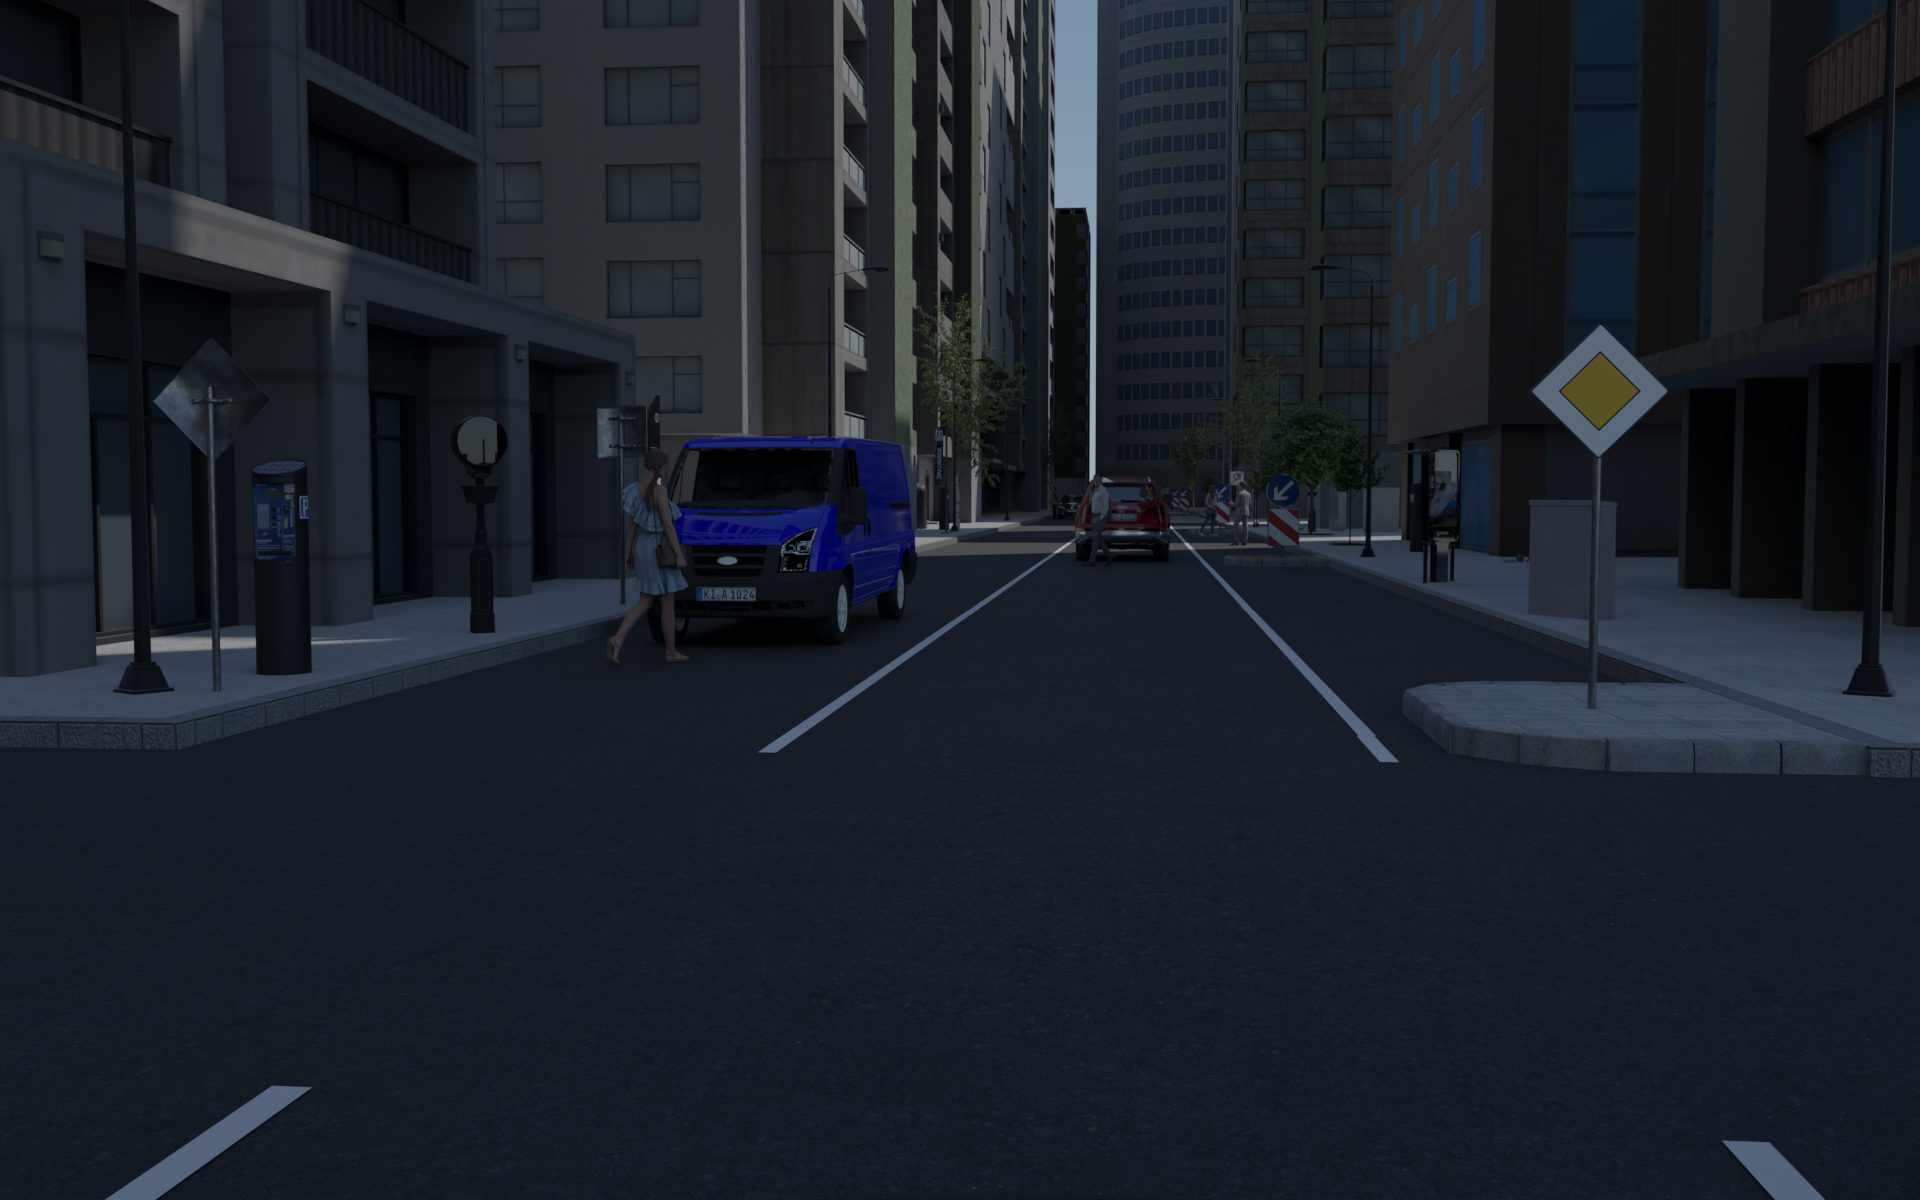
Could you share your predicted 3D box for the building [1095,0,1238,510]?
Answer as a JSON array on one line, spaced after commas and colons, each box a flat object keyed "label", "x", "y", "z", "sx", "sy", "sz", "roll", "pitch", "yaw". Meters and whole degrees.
[{"label": "building", "x": 28.186, "y": -38.921, "z": 178.351, "sx": 28.212, "sy": 58.520, "sz": 21.231, "roll": 0, "pitch": 4, "yaw": 6}]

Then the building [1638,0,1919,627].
[{"label": "building", "x": 22.773, "y": -22.193, "z": 17.484, "sx": 28.867, "sy": 44.769, "sz": 22.147, "roll": 0, "pitch": 4, "yaw": 6}]

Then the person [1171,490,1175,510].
[{"label": "person", "x": 18.600, "y": -8.740, "z": 151.365, "sx": 0.705, "sy": 1.831, "sz": 1.348, "roll": 2, "pitch": 4, "yaw": 26}]

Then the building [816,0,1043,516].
[{"label": "building", "x": -1.619, "y": -26.796, "z": 121.711, "sx": 14.154, "sy": 41.232, "sz": 14.086, "roll": 0, "pitch": 4, "yaw": 6}]

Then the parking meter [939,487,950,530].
[{"label": "parking meter", "x": -0.567, "y": -3.273, "z": 61.926, "sx": 0.372, "sy": 1.533, "sz": 0.369, "roll": 0, "pitch": 3, "yaw": 0}]

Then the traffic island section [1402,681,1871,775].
[{"label": "traffic island section", "x": 3.795, "y": 0.729, "z": 10.359, "sx": 2.009, "sy": 0.180, "sz": 2.903, "roll": 0, "pitch": 4, "yaw": 6}]

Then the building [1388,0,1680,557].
[{"label": "building", "x": 18.228, "y": -23.847, "z": 40.012, "sx": 14.600, "sy": 45.320, "sz": 14.200, "roll": 0, "pitch": 4, "yaw": 6}]

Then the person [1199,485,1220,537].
[{"label": "person", "x": 8.416, "y": -3.023, "z": 58.509, "sx": 0.643, "sy": 1.750, "sz": 0.593, "roll": 3, "pitch": 4, "yaw": 36}]

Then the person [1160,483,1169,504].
[{"label": "person", "x": 7.878, "y": -3.571, "z": 66.687, "sx": 0.447, "sy": 1.846, "sz": 0.655, "roll": -1, "pitch": 4, "yaw": -13}]

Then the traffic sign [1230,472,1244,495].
[{"label": "traffic sign", "x": 12.374, "y": -4.605, "z": 77.420, "sx": 0.606, "sy": 2.300, "sz": 0.079, "roll": 1, "pitch": 4, "yaw": 9}]

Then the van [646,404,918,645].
[{"label": "van", "x": -1.793, "y": -0.853, "z": 18.334, "sx": 2.240, "sy": 2.365, "sz": 5.245, "roll": 0, "pitch": 4, "yaw": 7}]

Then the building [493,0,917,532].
[{"label": "building", "x": -9.172, "y": -22.530, "z": 51.968, "sx": 14.154, "sy": 41.232, "sz": 14.086, "roll": 0, "pitch": 4, "yaw": 6}]

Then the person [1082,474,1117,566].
[{"label": "person", "x": 2.760, "y": -1.583, "z": 34.475, "sx": 0.850, "sy": 1.850, "sz": 0.679, "roll": -2, "pitch": 4, "yaw": -26}]

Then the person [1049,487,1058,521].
[{"label": "person", "x": 5.007, "y": -5.121, "z": 92.324, "sx": 0.705, "sy": 1.812, "sz": 1.348, "roll": -1, "pitch": 4, "yaw": -10}]

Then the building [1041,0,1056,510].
[{"label": "building", "x": -5.972, "y": -37.211, "z": 150.402, "sx": 28.212, "sy": 58.520, "sz": 21.231, "roll": 0, "pitch": 4, "yaw": 6}]

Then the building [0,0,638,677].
[{"label": "building", "x": -15.606, "y": -35.657, "z": 21.237, "sx": 20.563, "sy": 71.187, "sz": 20.611, "roll": 0, "pitch": 4, "yaw": 6}]

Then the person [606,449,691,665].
[{"label": "person", "x": -2.566, "y": -0.360, "z": 14.488, "sx": 0.778, "sy": 1.811, "sz": 0.616, "roll": -3, "pitch": 5, "yaw": -43}]

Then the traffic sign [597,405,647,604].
[{"label": "traffic sign", "x": -3.913, "y": -1.097, "z": 20.059, "sx": 0.606, "sy": 2.300, "sz": 0.079, "roll": 1, "pitch": 4, "yaw": 12}]

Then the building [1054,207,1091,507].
[{"label": "building", "x": 6.262, "y": -24.803, "z": 177.229, "sx": 14.107, "sy": 30.474, "sz": 14.160, "roll": 0, "pitch": 4, "yaw": 6}]

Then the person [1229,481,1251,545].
[{"label": "person", "x": 7.829, "y": -2.434, "z": 48.492, "sx": 0.606, "sy": 1.804, "sz": 0.583, "roll": -3, "pitch": 5, "yaw": -43}]

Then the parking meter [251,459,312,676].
[{"label": "parking meter", "x": -4.845, "y": -0.242, "z": 12.374, "sx": 0.372, "sy": 1.533, "sz": 0.369, "roll": 0, "pitch": 3, "yaw": 0}]

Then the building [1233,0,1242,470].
[{"label": "building", "x": 32.609, "y": -32.186, "z": 115.487, "sx": 28.713, "sy": 52.752, "sz": 27.495, "roll": 0, "pitch": 4, "yaw": 6}]

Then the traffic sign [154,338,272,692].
[{"label": "traffic sign", "x": -4.825, "y": -0.462, "z": 11.195, "sx": 0.795, "sy": 2.450, "sz": 0.064, "roll": 0, "pitch": 4, "yaw": 6}]

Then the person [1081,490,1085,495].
[{"label": "person", "x": 9.533, "y": -7.608, "z": 133.337, "sx": 0.683, "sy": 1.767, "sz": 0.568, "roll": 0, "pitch": 4, "yaw": -4}]

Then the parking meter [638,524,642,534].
[{"label": "parking meter", "x": -7.417, "y": -1.941, "z": 40.151, "sx": 0.372, "sy": 1.533, "sz": 0.369, "roll": 0, "pitch": 3, "yaw": 0}]

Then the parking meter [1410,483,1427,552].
[{"label": "parking meter", "x": 10.179, "y": -1.835, "z": 38.415, "sx": 0.372, "sy": 1.533, "sz": 0.369, "roll": 0, "pitch": 3, "yaw": 0}]

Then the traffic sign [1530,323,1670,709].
[{"label": "traffic sign", "x": 3.771, "y": -0.406, "z": 10.284, "sx": 0.795, "sy": 2.450, "sz": 0.064, "roll": 0, "pitch": 4, "yaw": 6}]

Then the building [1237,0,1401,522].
[{"label": "building", "x": 22.515, "y": -19.855, "z": 96.330, "sx": 14.160, "sy": 30.474, "sz": 14.107, "roll": 0, "pitch": 4, "yaw": 6}]

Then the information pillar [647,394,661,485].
[{"label": "information pillar", "x": -7.165, "y": -3.012, "z": 40.607, "sx": 0.183, "sy": 3.616, "sz": 0.504, "roll": 1, "pitch": 4, "yaw": 19}]

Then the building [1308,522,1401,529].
[{"label": "building", "x": 21.025, "y": -18.203, "z": 69.326, "sx": 14.160, "sy": 30.474, "sz": 14.107, "roll": 0, "pitch": 4, "yaw": 6}]

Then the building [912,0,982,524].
[{"label": "building", "x": -6.690, "y": -18.502, "z": 74.213, "sx": 14.160, "sy": 30.474, "sz": 14.107, "roll": 0, "pitch": 4, "yaw": 6}]

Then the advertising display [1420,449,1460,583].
[{"label": "advertising display", "x": 6.977, "y": -1.221, "z": 25.180, "sx": 0.123, "sy": 1.923, "sz": 0.974, "roll": 3, "pitch": 5, "yaw": 42}]

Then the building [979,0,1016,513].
[{"label": "building", "x": -10.980, "y": -31.297, "z": 100.948, "sx": 28.713, "sy": 52.752, "sz": 27.495, "roll": 0, "pitch": 4, "yaw": 6}]
